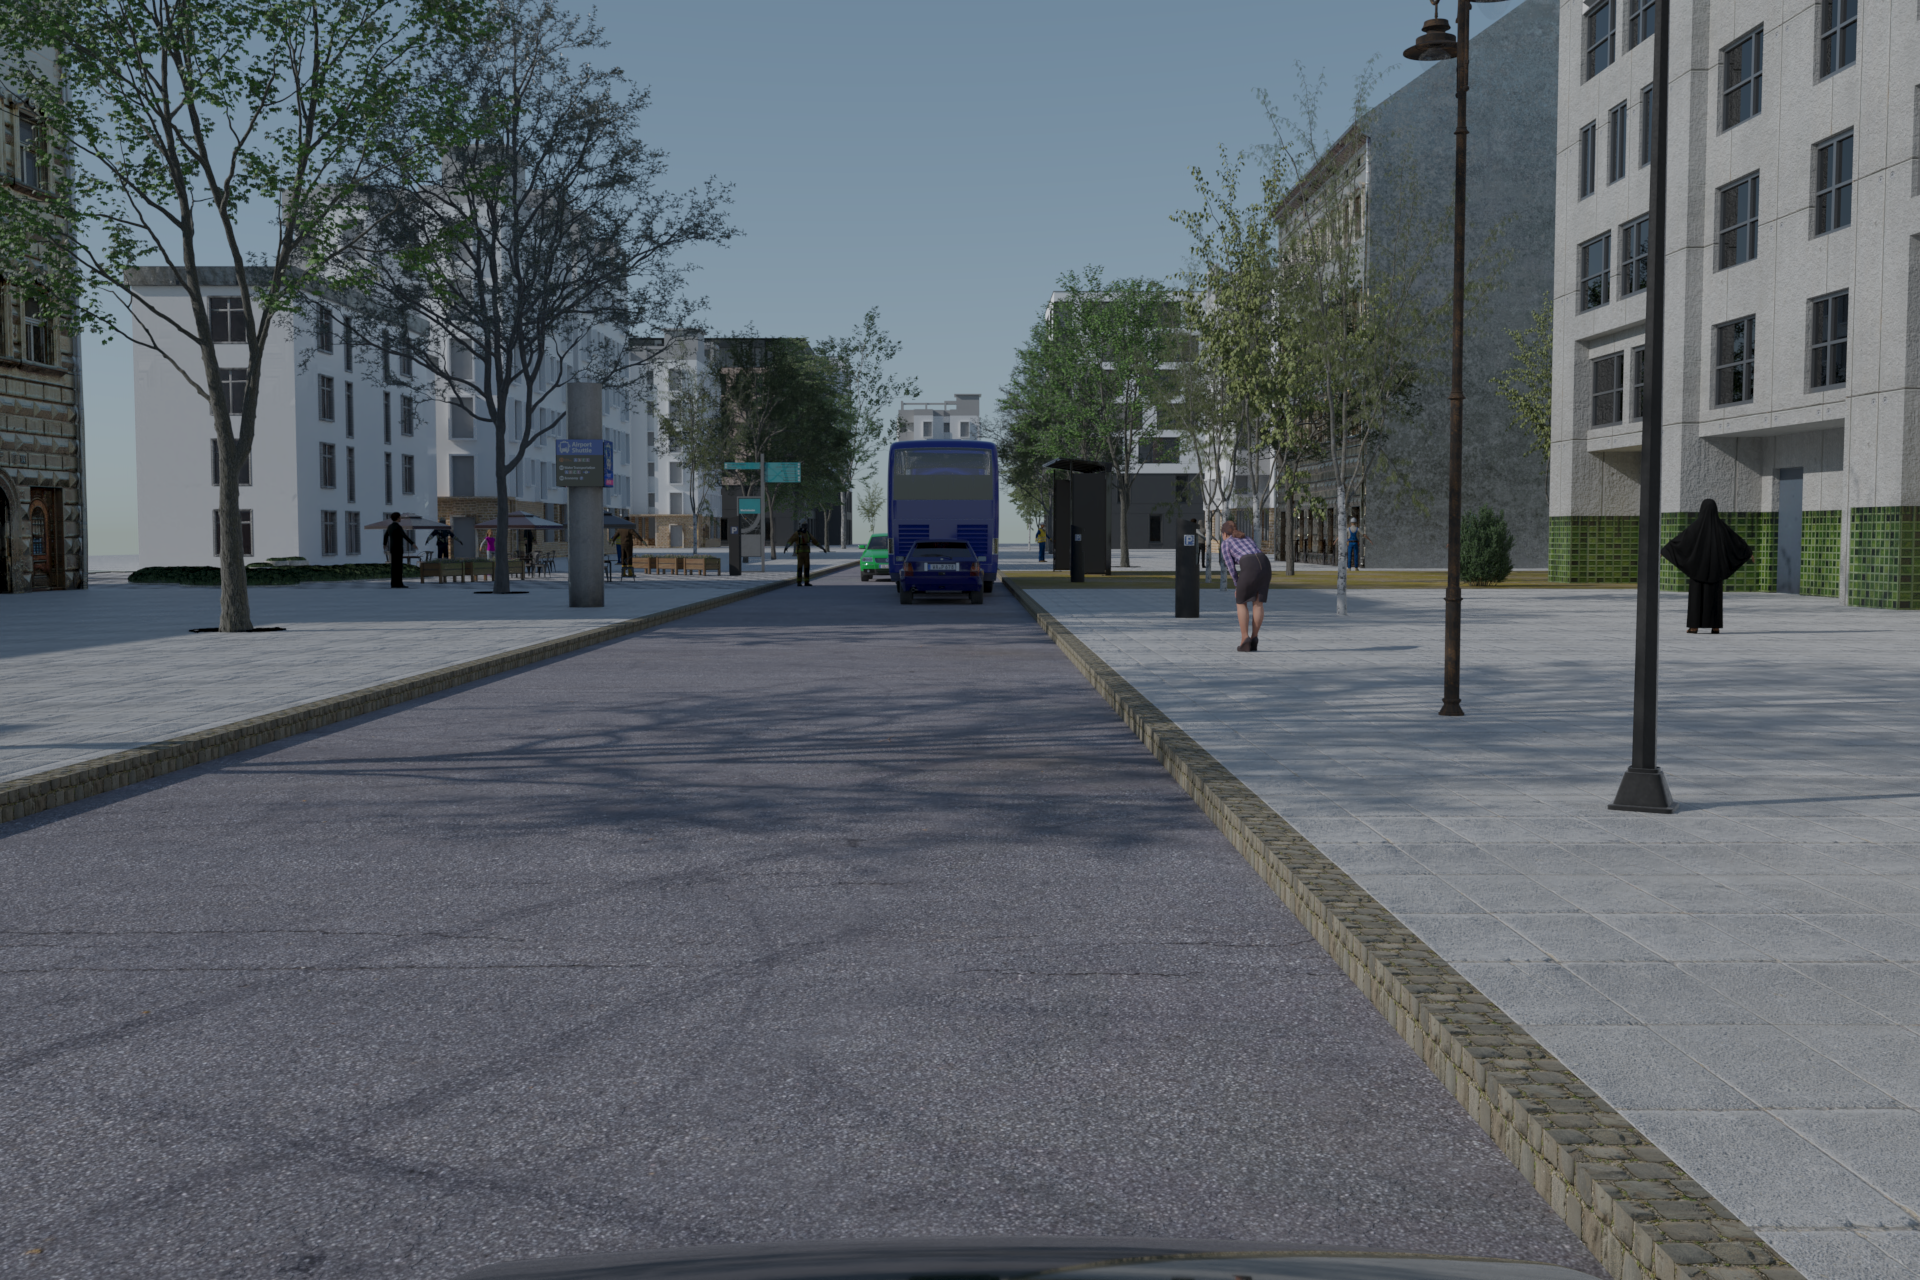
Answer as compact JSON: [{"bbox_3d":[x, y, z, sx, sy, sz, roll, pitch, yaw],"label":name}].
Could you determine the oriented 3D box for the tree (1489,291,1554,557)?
[{"bbox_3d":[18.510,-6.294,53.266,4.737,8.622,4.395,0,3,0],"label":"tree"}]

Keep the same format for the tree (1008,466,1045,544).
[{"bbox_3d":[10.473,-18.808,233.272,9.928,11.665,9.643,0,3,0],"label":"tree"}]

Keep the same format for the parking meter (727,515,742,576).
[{"bbox_3d":[-6.957,-2.919,53.445,0.399,1.863,0.255,0,4,2],"label":"parking meter"}]

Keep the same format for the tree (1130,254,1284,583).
[{"bbox_3d":[6.626,-5.832,45.716,4.360,8.622,3.978,0,3,0],"label":"tree"}]

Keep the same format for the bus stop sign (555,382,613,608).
[{"bbox_3d":[-6.577,-2.531,30.400,0.837,3.901,0.837,0,4,-1],"label":"bus stop sign"}]

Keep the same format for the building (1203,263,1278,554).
[{"bbox_3d":[22.419,-16.241,121.967,16.016,20.090,11.380,0,4,0],"label":"building"}]

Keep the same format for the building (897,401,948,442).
[{"bbox_3d":[-8.285,-23.173,237.748,11.380,20.090,16.016,0,4,4],"label":"building"}]

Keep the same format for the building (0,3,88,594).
[{"bbox_3d":[-29.450,-12.202,30.428,19.493,23.208,18.063,0,4,0],"label":"building"}]

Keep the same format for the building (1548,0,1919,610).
[{"bbox_3d":[24.178,-10.019,30.265,16.747,18.905,31.486,0,3,0],"label":"building"}]

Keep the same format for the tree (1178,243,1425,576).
[{"bbox_3d":[10.416,-7.287,53.557,8.767,10.594,7.601,2,4,31],"label":"tree"}]

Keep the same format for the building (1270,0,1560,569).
[{"bbox_3d":[24.219,-14.786,72.674,19.493,23.208,18.063,0,3,0],"label":"building"}]

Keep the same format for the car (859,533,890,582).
[{"bbox_3d":[-2.129,-2.745,53.680,1.959,1.807,4.718,0,3,0],"label":"car"}]

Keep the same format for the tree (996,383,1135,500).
[{"bbox_3d":[5.653,-10.091,99.404,8.767,10.594,7.601,0,4,-4],"label":"tree"}]

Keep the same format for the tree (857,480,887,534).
[{"bbox_3d":[-11.999,-17.399,234.832,4.737,8.622,4.395,0,3,0],"label":"tree"}]

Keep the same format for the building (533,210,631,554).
[{"bbox_3d":[-27.008,-15.043,102.373,16.016,20.090,11.380,0,4,1],"label":"building"}]

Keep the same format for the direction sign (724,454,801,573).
[{"bbox_3d":[-6.560,-4.246,58.184,2.525,3.948,1.411,0,4,0],"label":"direction sign"}]

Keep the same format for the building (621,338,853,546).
[{"bbox_3d":[-26.932,-21.567,196.595,27.936,21.610,32.646,0,4,-1],"label":"building"}]

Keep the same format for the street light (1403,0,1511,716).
[{"bbox_3d":[3.483,-2.404,12.097,0.468,5.910,1.993,0,4,0],"label":"street light"}]

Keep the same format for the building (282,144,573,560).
[{"bbox_3d":[-26.878,-14.007,85.433,16.016,20.090,11.380,0,4,0],"label":"building"}]

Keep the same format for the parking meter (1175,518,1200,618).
[{"bbox_3d":[3.489,-1.109,26.548,0.372,1.533,0.369,0,3,0],"label":"parking meter"}]

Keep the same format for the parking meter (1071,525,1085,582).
[{"bbox_3d":[3.133,-2.306,46.113,0.372,1.533,0.369,0,3,0],"label":"parking meter"}]

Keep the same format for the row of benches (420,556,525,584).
[{"bbox_3d":[-13.090,-1.898,46.490,1.422,0.672,4.104,1,4,18],"label":"row of benches"}]

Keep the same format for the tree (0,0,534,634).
[{"bbox_3d":[-9.514,-5.922,22.579,9.928,11.665,9.643,0,3,0],"label":"tree"}]

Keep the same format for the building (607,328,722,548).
[{"bbox_3d":[-28.897,-18.584,160.263,16.016,20.090,11.380,0,4,1],"label":"building"}]

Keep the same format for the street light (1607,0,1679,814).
[{"bbox_3d":[3.741,-2.164,7.927,1.470,5.913,1.316,0,4,0],"label":"street light"}]

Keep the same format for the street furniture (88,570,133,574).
[{"bbox_3d":[-29.473,-2.441,46.770,9.812,1.723,11.010,2,4,32],"label":"street furniture"}]

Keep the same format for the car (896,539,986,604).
[{"bbox_3d":[-0.398,-1.475,36.693,1.945,1.354,3.894,0,4,-1],"label":"car"}]

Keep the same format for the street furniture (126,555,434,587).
[{"bbox_3d":[-18.313,-1.908,46.824,5.734,0.657,10.072,1,4,11],"label":"street furniture"}]

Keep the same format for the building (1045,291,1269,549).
[{"bbox_3d":[21.777,-19.450,161.989,27.936,21.610,32.646,0,3,0],"label":"building"}]

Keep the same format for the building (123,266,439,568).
[{"bbox_3d":[-25.436,-7.723,68.422,9.099,9.664,28.070,0,4,0],"label":"building"}]

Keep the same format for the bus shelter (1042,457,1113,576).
[{"bbox_3d":[3.779,-3.963,56.082,1.731,3.624,6.357,0,4,-2],"label":"bus shelter"}]

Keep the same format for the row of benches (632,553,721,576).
[{"bbox_3d":[-8.909,-2.378,54.336,1.422,0.672,4.104,-3,5,-45],"label":"row of benches"}]

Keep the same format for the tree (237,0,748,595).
[{"bbox_3d":[-9.736,-7.742,36.956,12.009,13.543,11.850,0,3,0],"label":"tree"}]
